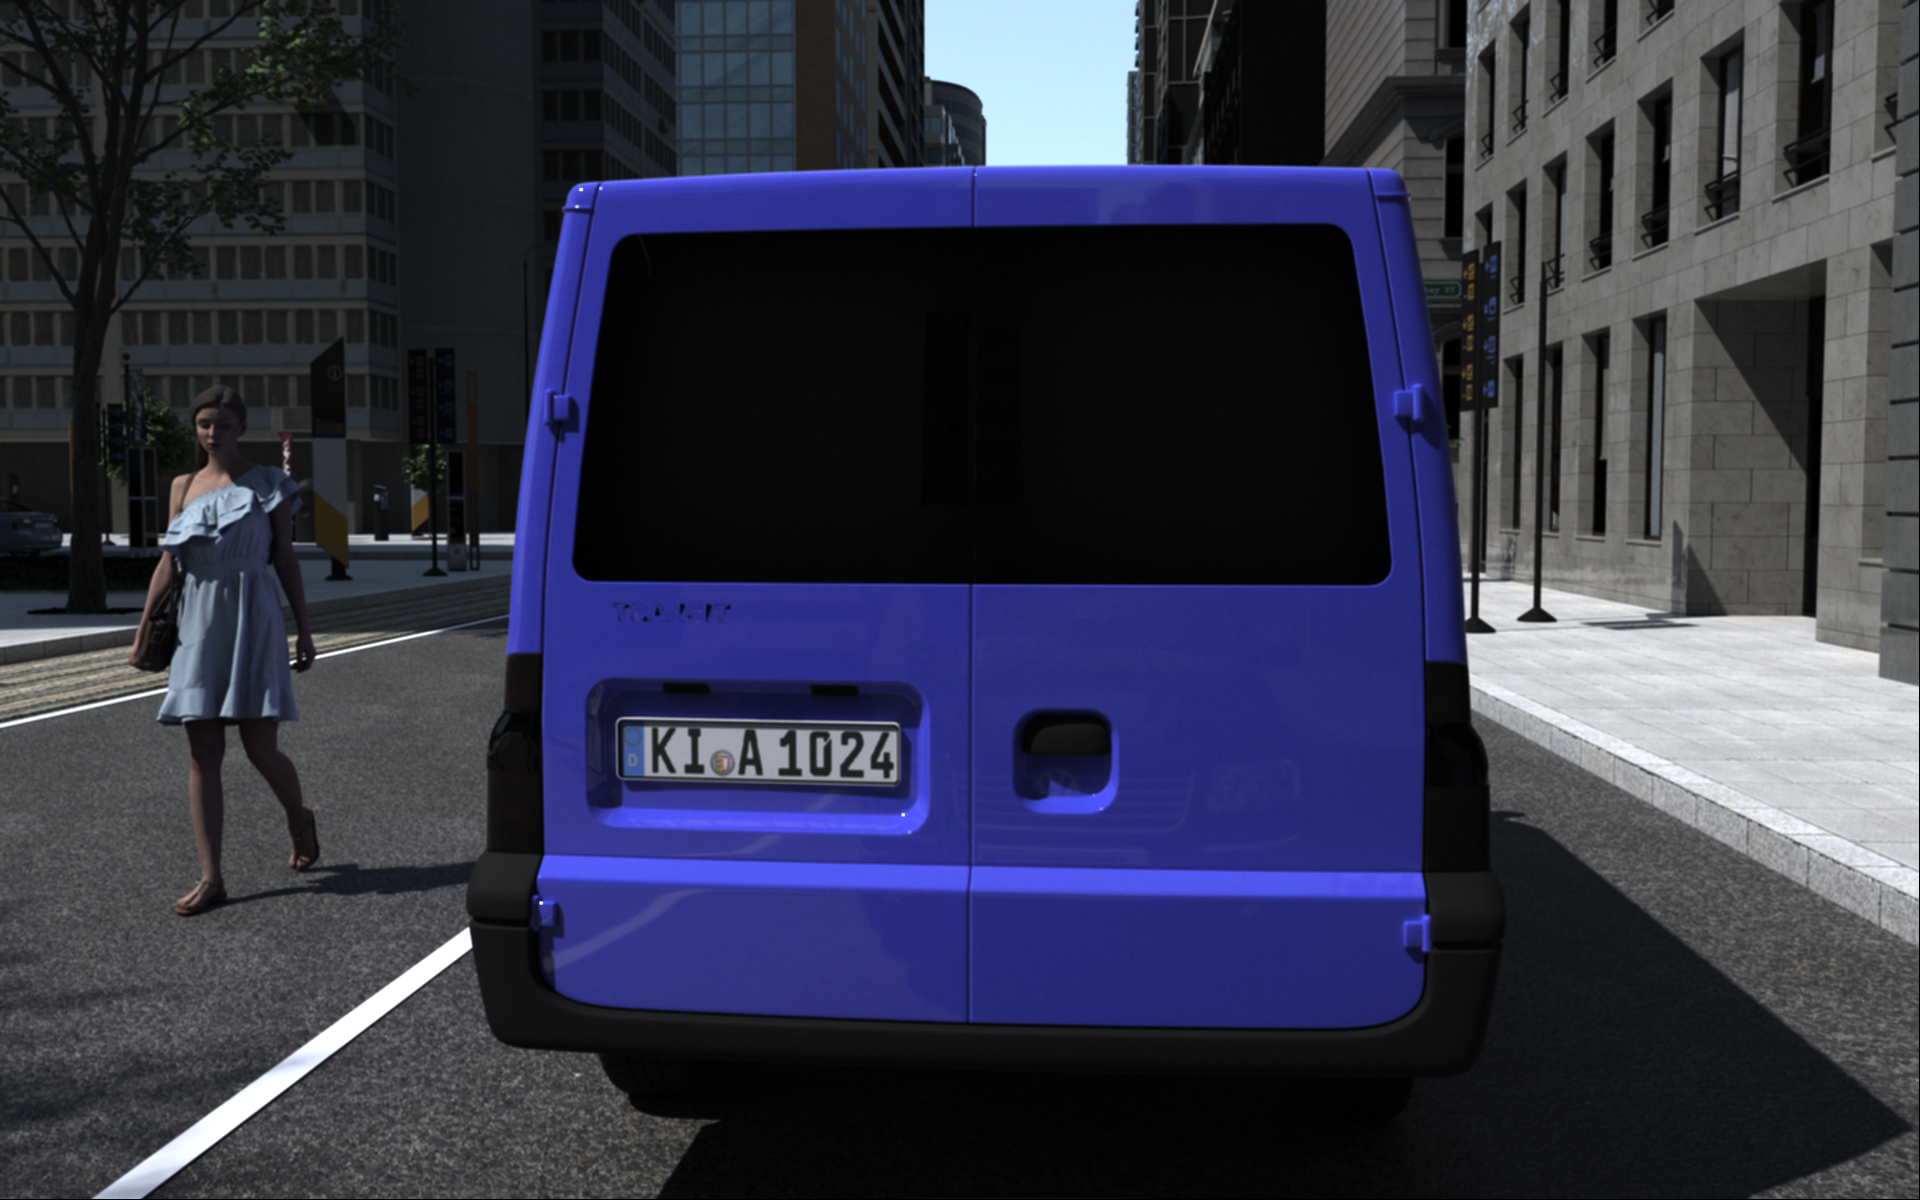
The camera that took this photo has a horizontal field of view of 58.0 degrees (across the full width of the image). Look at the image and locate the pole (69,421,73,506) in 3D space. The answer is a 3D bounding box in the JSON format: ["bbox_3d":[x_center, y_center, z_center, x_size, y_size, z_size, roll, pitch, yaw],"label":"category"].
[{"bbox_3d":[-24.705,-3.330,48.297,0.158,3.312,0.155,0,3,0],"label":"pole"}]

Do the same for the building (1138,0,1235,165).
[{"bbox_3d":[30.458,-47.519,215.179,20.563,71.187,20.611,0,4,4],"label":"building"}]

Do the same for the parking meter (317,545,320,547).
[{"bbox_3d":[-15.300,-2.038,41.730,0.372,1.533,0.369,0,3,0],"label":"parking meter"}]

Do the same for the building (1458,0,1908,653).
[{"bbox_3d":[12.992,-10.090,19.729,10.420,20.320,16.860,0,4,4],"label":"building"}]

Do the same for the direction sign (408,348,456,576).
[{"bbox_3d":[-8.224,-2.143,27.028,0.876,3.537,0.379,1,4,23],"label":"direction sign"}]

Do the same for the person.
[{"bbox_3d":[-2.628,0.146,6.200,0.616,1.811,0.778,0,4,7],"label":"person"}]

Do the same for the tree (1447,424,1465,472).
[{"bbox_3d":[6.402,-1.855,24.925,1.663,3.219,1.824,0,3,0],"label":"tree"}]

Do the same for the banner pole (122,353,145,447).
[{"bbox_3d":[-14.588,-2.484,30.634,0.863,3.779,0.401,3,5,41],"label":"banner pole"}]

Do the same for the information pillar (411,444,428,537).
[{"bbox_3d":[-16.356,-3.731,52.359,0.504,3.616,0.183,-2,4,-30],"label":"information pillar"}]

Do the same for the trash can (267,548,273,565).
[{"bbox_3d":[-12.798,-1.220,31.597,0.748,1.137,0.748,0,3,0],"label":"trash can"}]

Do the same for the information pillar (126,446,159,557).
[{"bbox_3d":[-12.674,-1.368,26.865,0.304,2.012,0.304,1,4,17],"label":"information pillar"}]

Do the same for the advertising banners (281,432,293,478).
[{"bbox_3d":[-19.728,-3.266,49.594,2.074,3.025,0.090,2,4,33],"label":"advertising banners"}]

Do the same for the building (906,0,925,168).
[{"bbox_3d":[-11.741,-44.546,166.578,20.563,71.187,20.611,0,4,4],"label":"building"}]

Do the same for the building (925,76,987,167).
[{"bbox_3d":[-7.451,-43.049,245.841,21.231,58.520,28.212,0,4,4],"label":"building"}]

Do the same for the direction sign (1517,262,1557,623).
[{"bbox_3d":[5.820,-1.552,17.369,0.379,3.537,0.876,1,4,19],"label":"direction sign"}]

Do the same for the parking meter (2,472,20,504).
[{"bbox_3d":[-25.539,-2.504,46.647,0.255,1.863,0.399,1,4,8],"label":"parking meter"}]

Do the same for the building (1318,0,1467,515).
[{"bbox_3d":[21.616,-15.760,45.064,23.554,28.519,14.401,0,4,4],"label":"building"}]

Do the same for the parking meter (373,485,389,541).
[{"bbox_3d":[-15.870,-2.389,47.478,0.372,1.533,0.369,0,3,0],"label":"parking meter"}]

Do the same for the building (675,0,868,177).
[{"bbox_3d":[-12.598,-27.014,91.790,14.600,45.320,14.200,0,4,4],"label":"building"}]

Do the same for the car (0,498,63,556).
[{"bbox_3d":[-21.181,-1.476,36.129,4.499,1.417,2.014,0,4,4],"label":"car"}]

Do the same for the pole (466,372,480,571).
[{"bbox_3d":[-8.170,-2.153,29.049,0.158,3.312,0.155,0,3,0],"label":"pole"}]

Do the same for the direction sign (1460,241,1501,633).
[{"bbox_3d":[4.787,-1.469,16.009,0.379,3.537,0.876,0,4,-4],"label":"direction sign"}]

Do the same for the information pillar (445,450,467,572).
[{"bbox_3d":[-8.367,-1.484,28.752,0.304,2.012,0.304,-1,4,-20],"label":"information pillar"}]

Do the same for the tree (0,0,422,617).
[{"bbox_3d":[-9.242,-5.664,18.357,9.928,11.665,9.643,0,3,0],"label":"tree"}]

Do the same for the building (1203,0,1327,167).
[{"bbox_3d":[15.666,-14.292,63.345,12.332,23.373,15.834,0,4,4],"label":"building"}]

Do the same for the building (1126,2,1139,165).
[{"bbox_3d":[33.417,-57.638,255.046,22.319,86.520,31.000,0,4,4],"label":"building"}]

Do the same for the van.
[{"bbox_3d":[0.263,-0.080,5.697,2.240,2.365,5.245,0,4,5],"label":"van"}]

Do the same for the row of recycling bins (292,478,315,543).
[{"bbox_3d":[-18.276,-2.392,46.228,3.534,1.692,1.069,2,4,30],"label":"row of recycling bins"}]

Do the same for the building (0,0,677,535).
[{"bbox_3d":[-24.063,-22.805,64.743,32.217,40.220,23.993,0,4,4],"label":"building"}]

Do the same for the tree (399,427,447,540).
[{"bbox_3d":[-15.049,-3.319,48.870,1.663,3.219,1.824,0,3,0],"label":"tree"}]

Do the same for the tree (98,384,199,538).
[{"bbox_3d":[-24.237,-4.135,51.317,4.285,4.588,4.351,0,3,0],"label":"tree"}]

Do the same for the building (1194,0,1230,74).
[{"bbox_3d":[30.607,-26.767,129.515,32.217,40.220,23.993,0,4,4],"label":"building"}]

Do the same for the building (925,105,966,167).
[{"bbox_3d":[-10.715,-36.471,215.902,23.786,49.044,30.456,0,4,4],"label":"building"}]

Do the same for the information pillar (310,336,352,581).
[{"bbox_3d":[-9.312,-2.096,25.621,0.504,3.616,0.183,-3,4,-38],"label":"information pillar"}]

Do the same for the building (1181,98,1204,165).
[{"bbox_3d":[15.872,-14.224,81.711,9.793,20.994,18.267,0,4,4],"label":"building"}]

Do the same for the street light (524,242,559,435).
[{"bbox_3d":[-7.334,-3.605,31.476,1.470,5.913,1.316,0,4,4],"label":"street light"}]

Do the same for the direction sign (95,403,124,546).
[{"bbox_3d":[-21.321,-3.133,43.220,0.876,3.537,0.379,-3,5,-43],"label":"direction sign"}]

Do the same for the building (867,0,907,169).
[{"bbox_3d":[-15.445,-30.697,125.599,21.300,48.544,21.600,0,4,4],"label":"building"}]
